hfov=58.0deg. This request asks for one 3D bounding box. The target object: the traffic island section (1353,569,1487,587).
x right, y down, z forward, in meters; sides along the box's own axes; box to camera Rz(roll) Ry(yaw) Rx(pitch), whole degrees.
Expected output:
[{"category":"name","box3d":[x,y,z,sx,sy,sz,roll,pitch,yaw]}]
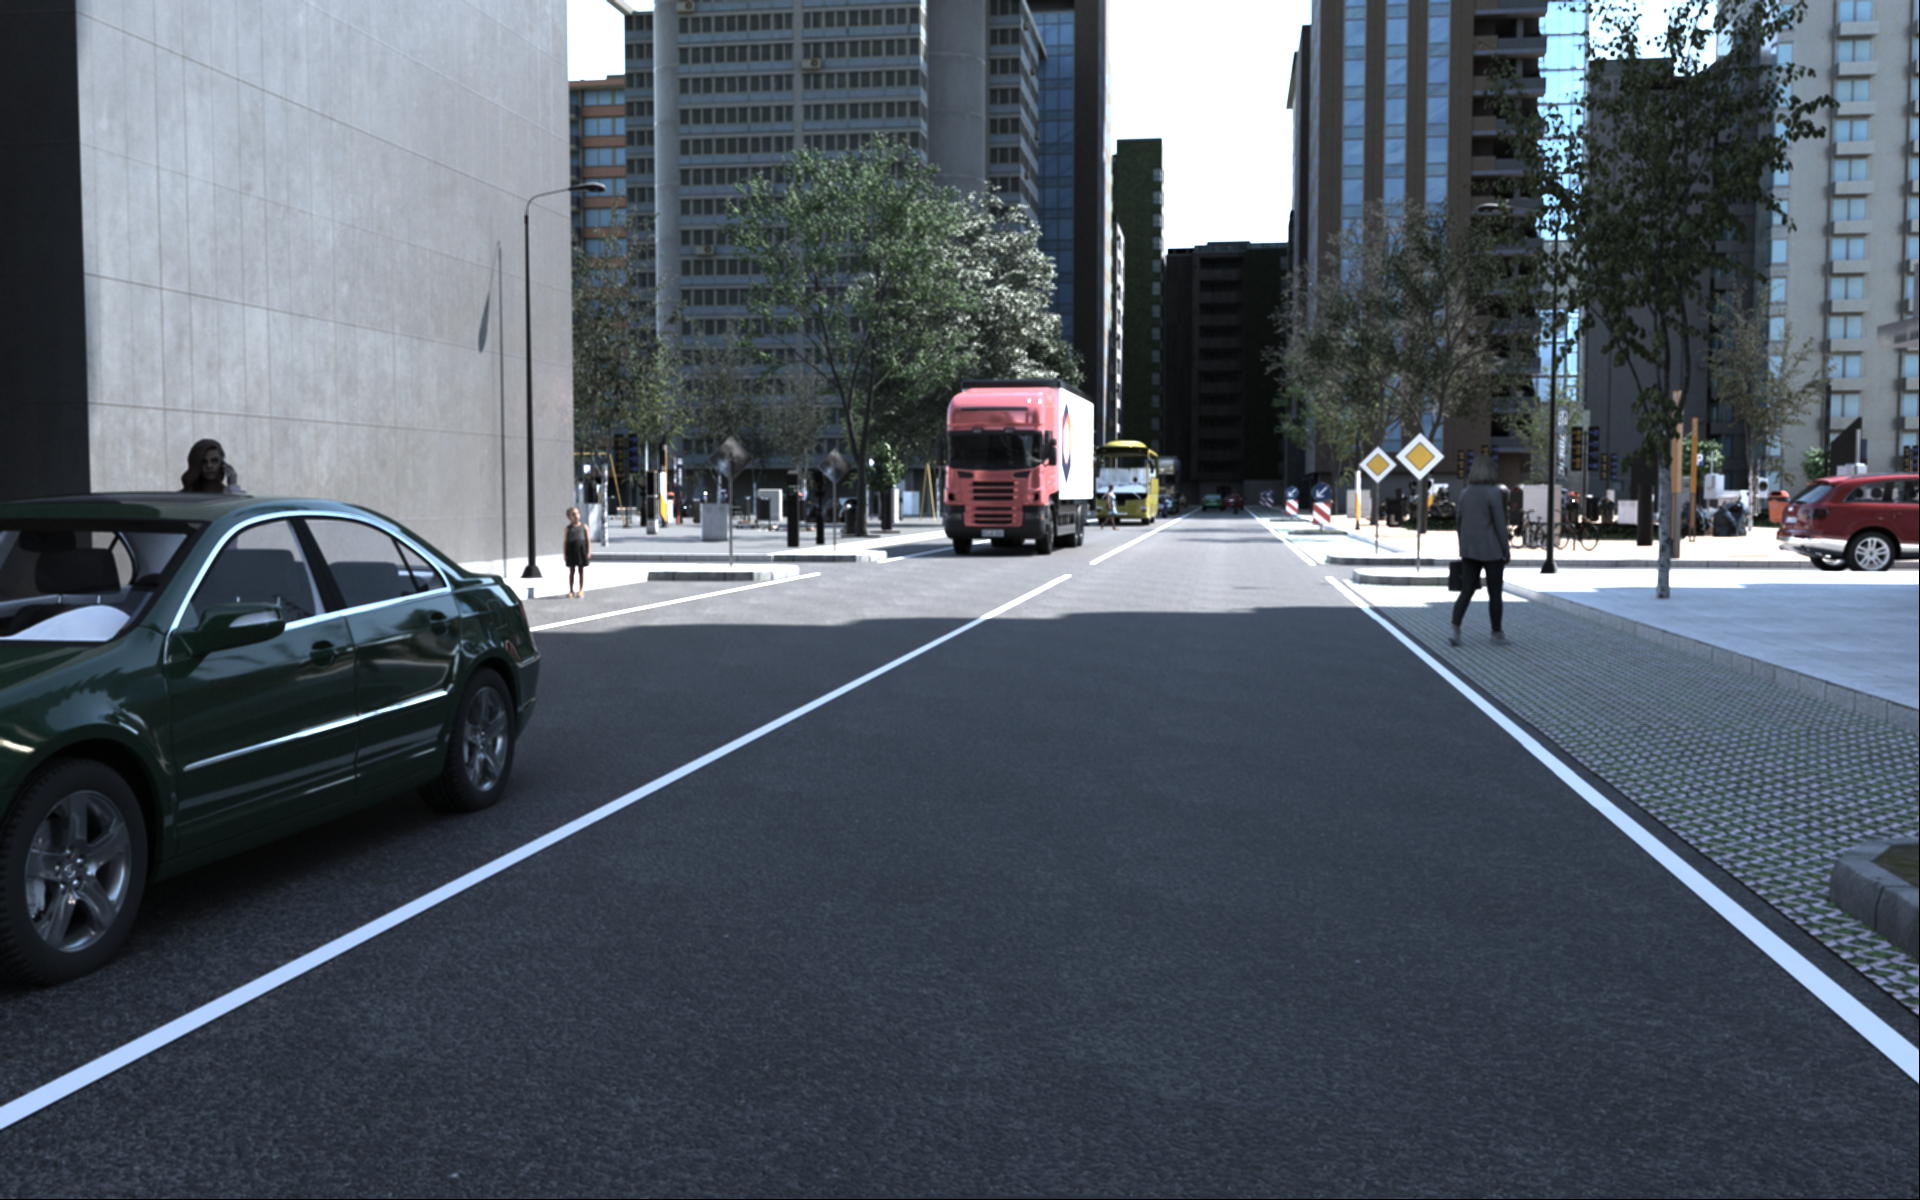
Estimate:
[{"category":"traffic island section","box3d":[7.474,-0.361,28.185,2.009,0.180,2.903,1,4,9]}]

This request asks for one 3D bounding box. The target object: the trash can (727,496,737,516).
[{"category":"trash can","box3d":[-13.607,-5.562,102.599,0.748,1.137,0.748,0,3,0]}]

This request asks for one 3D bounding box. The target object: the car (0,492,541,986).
[{"category":"car","box3d":[-3.251,0.314,6.670,2.131,1.459,4.920,1,4,9]}]

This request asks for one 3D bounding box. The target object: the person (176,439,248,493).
[{"category":"person","box3d":[-4.448,-0.066,10.162,0.593,1.750,0.643,-1,4,-14]}]

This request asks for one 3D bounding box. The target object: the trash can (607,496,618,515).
[{"category":"trash can","box3d":[-21.517,-5.835,107.049,0.748,1.137,0.748,0,3,0]}]

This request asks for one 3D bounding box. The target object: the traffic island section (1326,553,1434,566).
[{"category":"traffic island section","box3d":[8.695,-0.844,36.076,2.009,0.180,2.903,1,4,9]}]

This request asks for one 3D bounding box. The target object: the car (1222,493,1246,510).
[{"category":"car","box3d":[24.890,-9.083,157.547,2.155,1.783,4.494,1,4,9]}]

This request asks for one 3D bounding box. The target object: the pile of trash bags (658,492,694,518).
[{"category":"pile of trash bags","box3d":[-15.804,-5.248,95.550,1.912,1.369,3.447,-1,4,-17]}]

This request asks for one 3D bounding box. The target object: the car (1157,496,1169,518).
[{"category":"car","box3d":[11.654,-5.637,104.744,1.945,1.354,3.894,0,4,8]}]

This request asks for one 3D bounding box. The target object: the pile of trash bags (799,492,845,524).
[{"category":"pile of trash bags","box3d":[-6.136,-4.070,76.301,1.912,1.369,3.447,3,5,44]}]

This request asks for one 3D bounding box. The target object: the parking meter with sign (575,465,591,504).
[{"category":"parking meter with sign","box3d":[-22.672,-6.505,102.615,1.738,3.016,0.543,3,4,36]}]

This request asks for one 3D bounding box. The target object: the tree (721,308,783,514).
[{"category":"tree","box3d":[-9.650,-7.285,69.466,4.360,8.622,3.978,0,3,0]}]

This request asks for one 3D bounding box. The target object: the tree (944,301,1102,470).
[{"category":"tree","box3d":[3.787,-11.210,100.295,9.611,12.733,9.660,0,3,0]}]

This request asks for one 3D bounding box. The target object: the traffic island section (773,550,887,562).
[{"category":"traffic island section","box3d":[-2.759,-0.952,37.848,2.009,0.180,2.903,1,4,9]}]

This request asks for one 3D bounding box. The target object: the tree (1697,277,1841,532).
[{"category":"tree","box3d":[27.132,-6.630,58.766,4.360,8.622,3.978,0,3,0]}]

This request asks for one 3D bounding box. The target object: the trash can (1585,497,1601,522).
[{"category":"trash can","box3d":[29.345,-4.202,80.363,0.748,1.137,0.748,0,3,0]}]

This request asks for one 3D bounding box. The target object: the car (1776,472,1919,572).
[{"category":"car","box3d":[17.579,-1.371,31.086,5.304,1.827,2.281,0,4,7]}]

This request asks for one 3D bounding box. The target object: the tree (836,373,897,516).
[{"category":"tree","box3d":[-5.306,-9.137,99.754,4.737,8.622,4.395,0,3,0]}]

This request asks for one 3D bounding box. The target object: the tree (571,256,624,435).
[{"category":"tree","box3d":[-14.483,-7.483,56.756,7.601,10.594,8.767,0,4,6]}]

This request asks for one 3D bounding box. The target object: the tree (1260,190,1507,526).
[{"category":"tree","box3d":[17.021,-9.787,70.380,12.009,13.543,11.850,0,3,0]}]

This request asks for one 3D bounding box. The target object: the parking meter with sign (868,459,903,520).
[{"category":"parking meter with sign","box3d":[-3.646,-5.449,85.349,1.738,3.016,0.543,2,4,24]}]

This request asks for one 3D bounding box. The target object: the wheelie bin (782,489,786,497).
[{"category":"wheelie bin","box3d":[-11.175,-6.044,106.726,0.980,1.594,0.693,1,4,11]}]

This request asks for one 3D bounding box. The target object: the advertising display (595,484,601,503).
[{"category":"advertising display","box3d":[-22.314,-6.227,107.024,0.123,1.923,0.974,0,4,8]}]

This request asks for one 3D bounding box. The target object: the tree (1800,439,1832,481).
[{"category":"tree","box3d":[51.813,-7.304,103.128,4.285,4.588,4.351,0,3,0]}]

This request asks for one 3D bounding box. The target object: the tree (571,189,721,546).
[{"category":"tree","box3d":[-8.733,-5.651,42.759,4.360,8.622,3.978,0,3,0]}]

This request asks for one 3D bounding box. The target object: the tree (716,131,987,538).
[{"category":"tree","box3d":[-3.033,-7.664,51.059,9.928,11.665,9.643,0,3,0]}]

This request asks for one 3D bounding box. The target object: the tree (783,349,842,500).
[{"category":"tree","box3d":[-8.091,-8.371,87.226,4.360,8.622,3.978,0,3,0]}]

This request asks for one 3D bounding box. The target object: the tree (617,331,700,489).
[{"category":"tree","box3d":[-13.960,-7.846,78.651,4.737,8.622,4.395,0,3,0]}]

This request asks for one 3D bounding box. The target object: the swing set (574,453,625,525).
[{"category":"swing set","box3d":[-14.847,-4.203,66.343,3.119,2.851,2.862,1,4,13]}]

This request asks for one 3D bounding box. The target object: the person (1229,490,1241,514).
[{"category":"person","box3d":[19.674,-7.016,123.927,0.721,1.743,1.217,-2,4,-32]}]

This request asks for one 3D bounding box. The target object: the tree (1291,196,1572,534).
[{"category":"tree","box3d":[14.816,-7.387,55.185,8.767,10.594,7.601,1,4,10]}]

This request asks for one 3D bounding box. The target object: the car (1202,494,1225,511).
[{"category":"car","box3d":[21.731,-8.551,148.600,1.959,1.807,4.718,1,4,10]}]

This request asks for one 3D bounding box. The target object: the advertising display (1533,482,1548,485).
[{"category":"advertising display","box3d":[30.874,-5.293,91.752,0.974,1.923,0.123,0,4,7]}]

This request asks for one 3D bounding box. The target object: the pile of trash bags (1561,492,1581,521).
[{"category":"pile of trash bags","box3d":[26.326,-4.116,77.056,3.447,1.369,1.912,-2,4,-32]}]

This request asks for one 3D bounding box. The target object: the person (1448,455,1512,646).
[{"category":"person","box3d":[4.850,-0.468,16.334,0.728,1.800,0.709,-2,4,-31]}]

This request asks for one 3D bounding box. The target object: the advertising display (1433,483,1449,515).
[{"category":"advertising display","box3d":[28.408,-5.942,102.365,0.974,1.923,0.123,0,4,-7]}]

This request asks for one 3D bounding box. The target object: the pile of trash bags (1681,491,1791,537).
[{"category":"pile of trash bags","box3d":[23.283,-2.594,52.169,1.912,1.369,3.447,-3,4,-37]}]

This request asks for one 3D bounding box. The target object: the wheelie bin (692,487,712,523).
[{"category":"wheelie bin","box3d":[-11.365,-4.187,76.367,0.980,1.594,0.693,3,5,44]}]

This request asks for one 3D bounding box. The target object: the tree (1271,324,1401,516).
[{"category":"tree","box3d":[22.374,-10.830,102.832,9.928,11.665,9.643,0,3,0]}]

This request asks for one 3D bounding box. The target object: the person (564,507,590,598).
[{"category":"person","box3d":[-5.309,-0.663,24.010,0.362,1.253,0.373,0,4,-5]}]

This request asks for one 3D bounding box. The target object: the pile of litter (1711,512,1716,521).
[{"category":"pile of litter","box3d":[37.089,-4.277,83.901,1.176,0.858,1.719,-3,5,-42]}]

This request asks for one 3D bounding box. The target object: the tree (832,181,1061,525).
[{"category":"tree","box3d":[-0.509,-10.067,71.252,9.857,13.997,8.962,0,3,0]}]

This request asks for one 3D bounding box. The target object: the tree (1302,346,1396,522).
[{"category":"tree","box3d":[18.172,-7.912,79.729,4.737,8.622,4.395,0,3,0]}]

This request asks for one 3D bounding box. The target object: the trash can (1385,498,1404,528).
[{"category":"trash can","box3d":[16.712,-3.362,66.614,0.748,1.137,0.748,0,3,0]}]

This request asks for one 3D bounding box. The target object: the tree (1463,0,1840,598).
[{"category":"tree","box3d":[8.445,-4.330,21.163,4.737,8.622,4.395,0,3,0]}]

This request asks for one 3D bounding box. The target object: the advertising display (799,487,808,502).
[{"category":"advertising display","box3d":[-10.448,-6.655,114.030,0.974,1.923,0.123,-2,4,-28]}]

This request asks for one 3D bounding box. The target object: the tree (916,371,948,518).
[{"category":"tree","box3d":[-1.077,-8.702,92.641,4.360,8.622,3.978,0,3,0]}]

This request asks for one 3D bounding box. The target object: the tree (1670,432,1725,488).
[{"category":"tree","box3d":[37.534,-6.436,88.946,4.285,4.588,4.351,0,3,0]}]

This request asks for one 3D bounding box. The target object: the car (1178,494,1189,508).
[{"category":"car","box3d":[23.477,-10.720,185.496,2.015,1.641,3.980,1,4,9]}]

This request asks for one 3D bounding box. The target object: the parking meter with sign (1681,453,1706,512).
[{"category":"parking meter with sign","box3d":[30.741,-4.728,73.569,1.738,3.016,0.543,-1,4,-18]}]

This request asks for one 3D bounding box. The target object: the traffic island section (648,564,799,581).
[{"category":"traffic island section","box3d":[-3.981,-0.469,29.956,2.009,0.180,2.903,1,4,9]}]

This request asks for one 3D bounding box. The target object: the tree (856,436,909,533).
[{"category":"tree","box3d":[-2.628,-3.828,57.188,1.663,3.219,1.824,0,3,0]}]

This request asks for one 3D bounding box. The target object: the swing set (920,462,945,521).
[{"category":"swing set","box3d":[-0.086,-5.263,83.674,3.119,2.851,2.862,-1,4,-15]}]

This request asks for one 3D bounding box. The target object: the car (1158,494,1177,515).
[{"category":"car","box3d":[13.987,-6.611,119.888,2.131,1.459,4.920,1,4,10]}]

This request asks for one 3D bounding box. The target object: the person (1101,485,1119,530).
[{"category":"person","box3d":[5.986,-3.713,69.309,0.778,1.811,0.616,1,4,23]}]
